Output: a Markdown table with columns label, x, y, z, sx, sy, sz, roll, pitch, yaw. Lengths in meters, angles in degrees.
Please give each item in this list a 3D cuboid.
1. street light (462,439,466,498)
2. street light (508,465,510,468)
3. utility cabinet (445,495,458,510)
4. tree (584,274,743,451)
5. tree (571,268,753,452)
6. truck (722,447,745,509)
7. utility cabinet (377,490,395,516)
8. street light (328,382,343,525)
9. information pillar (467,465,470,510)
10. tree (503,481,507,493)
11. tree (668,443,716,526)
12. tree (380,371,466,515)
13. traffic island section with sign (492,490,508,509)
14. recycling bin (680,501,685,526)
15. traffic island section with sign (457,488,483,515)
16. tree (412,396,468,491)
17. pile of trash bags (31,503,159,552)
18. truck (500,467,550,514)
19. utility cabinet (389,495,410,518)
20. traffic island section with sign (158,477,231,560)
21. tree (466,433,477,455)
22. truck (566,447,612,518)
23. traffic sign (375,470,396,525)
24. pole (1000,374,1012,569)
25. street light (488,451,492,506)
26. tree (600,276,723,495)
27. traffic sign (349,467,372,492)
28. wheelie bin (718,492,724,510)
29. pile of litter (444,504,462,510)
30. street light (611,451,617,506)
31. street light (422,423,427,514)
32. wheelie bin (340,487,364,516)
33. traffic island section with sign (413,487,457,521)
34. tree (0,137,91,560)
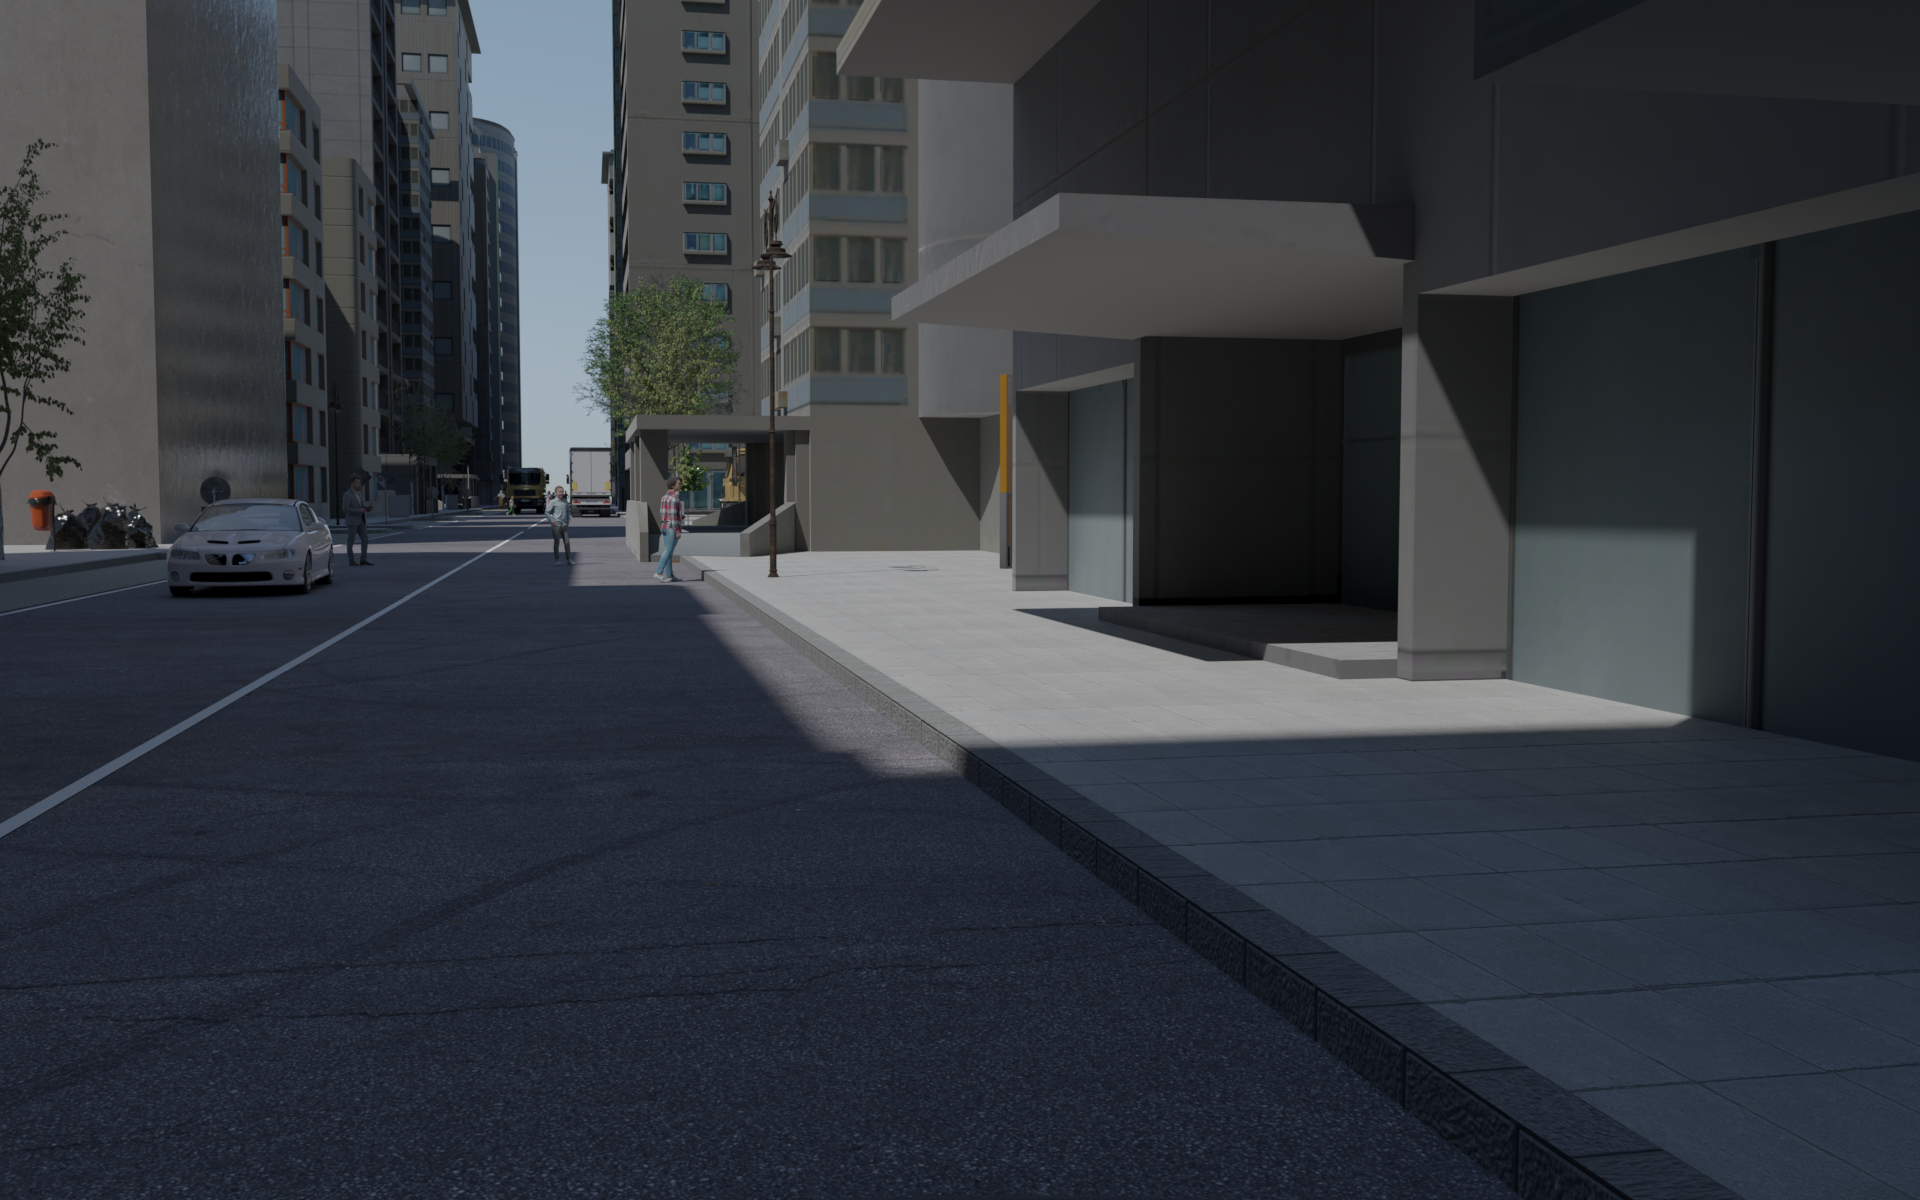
| label | x | y | z | sx | sy | sz | roll | pitch | yaw |
| --- | --- | --- | --- | --- | --- | --- | --- | --- | --- |
| street light | -41.752 | -10.580 | 145.767 | 0.468 | 5.910 | 1.993 | -1 | 4 | -12 |
| street light | -59.222 | -15.584 | 227.586 | 0.468 | 5.910 | 1.993 | -1 | 4 | -12 |
| utility cabinet | -41.178 | -7.899 | 140.312 | 0.306 | 1.237 | 1.020 | 3 | 5 | 43 |
| tree | -13.814 | -9.485 | 80.843 | 9.928 | 11.665 | 9.643 | 0 | 3 | 0 |
| tree | -16.182 | -11.254 | 94.374 | 12.009 | 13.543 | 11.850 | 0 | 3 | 0 |
| truck | -5.707 | -4.618 | 71.425 | 9.791 | 3.379 | 3.469 | -1 | 4 | -11 |
| utility cabinet | -33.491 | -5.647 | 101.009 | 0.318 | 1.500 | 1.173 | 2 | 4 | 34 |
| street light | -25.686 | -6.028 | 71.344 | 0.468 | 5.910 | 1.993 | -1 | 4 | -12 |
| information pillar | -39.940 | -9.125 | 140.547 | 0.183 | 3.616 | 0.504 | -1 | 4 | -13 |
| tree | -58.043 | -13.741 | 219.269 | 1.663 | 3.219 | 1.824 | 0 | 3 | 0 |
| tree | -9.894 | -4.175 | 62.861 | 1.663 | 3.219 | 1.824 | 0 | 3 | 0 |
| tree | -32.628 | -9.379 | 103.711 | 4.360 | 8.622 | 3.978 | 0 | 3 | 0 |
| traffic island section with sign | -44.532 | -9.791 | 168.713 | 1.989 | 1.847 | 2.006 | -1 | 4 | -12 |
| recycling bin | -10.175 | -2.970 | 61.113 | 0.722 | 1.027 | 0.722 | -2 | 4 | -31 |
| traffic island section with sign | -33.998 | -6.786 | 119.571 | 1.989 | 1.847 | 2.006 | -1 | 4 | -12 |
| tree | -39.139 | -10.948 | 129.366 | 4.737 | 8.622 | 4.395 | 0 | 3 | 0 |
| pile of trash bags | -20.267 | -1.853 | 40.054 | 1.912 | 1.369 | 3.447 | 0 | 4 | 7 |
| truck | -31.978 | -8.068 | 127.833 | 3.469 | 3.379 | 9.791 | -1 | 4 | -12 |
| utility cabinet | -30.453 | -5.068 | 94.016 | 1.020 | 1.237 | 0.306 | -1 | 4 | -19 |
| traffic island section with sign | -16.669 | -1.839 | 38.700 | 1.989 | 1.847 | 2.006 | -1 | 4 | -12 |
| tree | -40.183 | -11.297 | 135.061 | 4.360 | 8.622 | 3.978 | 0 | 3 | 0 |
| truck | -23.327 | -7.352 | 109.121 | 2.839 | 4.237 | 11.283 | -1 | 4 | -13 |
| traffic sign | -23.595 | -4.131 | 71.178 | 0.795 | 2.450 | 0.064 | -1 | 4 | -12 |
| pole | 0.789 | -2.189 | 29.642 | 0.158 | 3.312 | 0.155 | 0 | 3 | 0 |
| street light | -50.069 | -12.969 | 184.825 | 0.468 | 5.910 | 1.993 | -1 | 4 | -12 |
| tree | -9.657 | -6.564 | 57.689 | 4.737 | 8.622 | 4.395 | 0 | 3 | 0 |
| traffic sign | -21.922 | -3.653 | 63.370 | 0.795 | 2.450 | 0.064 | -1 | 4 | -12 |
| wheelie bin | -10.218 | -4.189 | 76.392 | 0.693 | 1.594 | 0.980 | -3 | 5 | -44 |
| pile of litter | -42.065 | -7.957 | 144.055 | 1.719 | 0.858 | 1.176 | -1 | 4 | -19 |
| street light | -36.167 | -12.807 | 182.189 | 0.468 | 5.910 | 1.993 | -1 | 4 | -12 |
| street light | -34.205 | -8.433 | 110.671 | 0.468 | 5.910 | 1.993 | -1 | 4 | -12 |
| wheelie bin | -26.954 | -4.212 | 76.782 | 0.980 | 1.594 | 0.693 | -2 | 4 | -28 |
| traffic island section with sign | -28.311 | -5.165 | 93.070 | 1.989 | 1.847 | 2.006 | -1 | 4 | -12 |
| tree | -18.618 | -5.068 | 33.223 | 4.737 | 8.622 | 4.395 | 0 | 3 | 0 |
